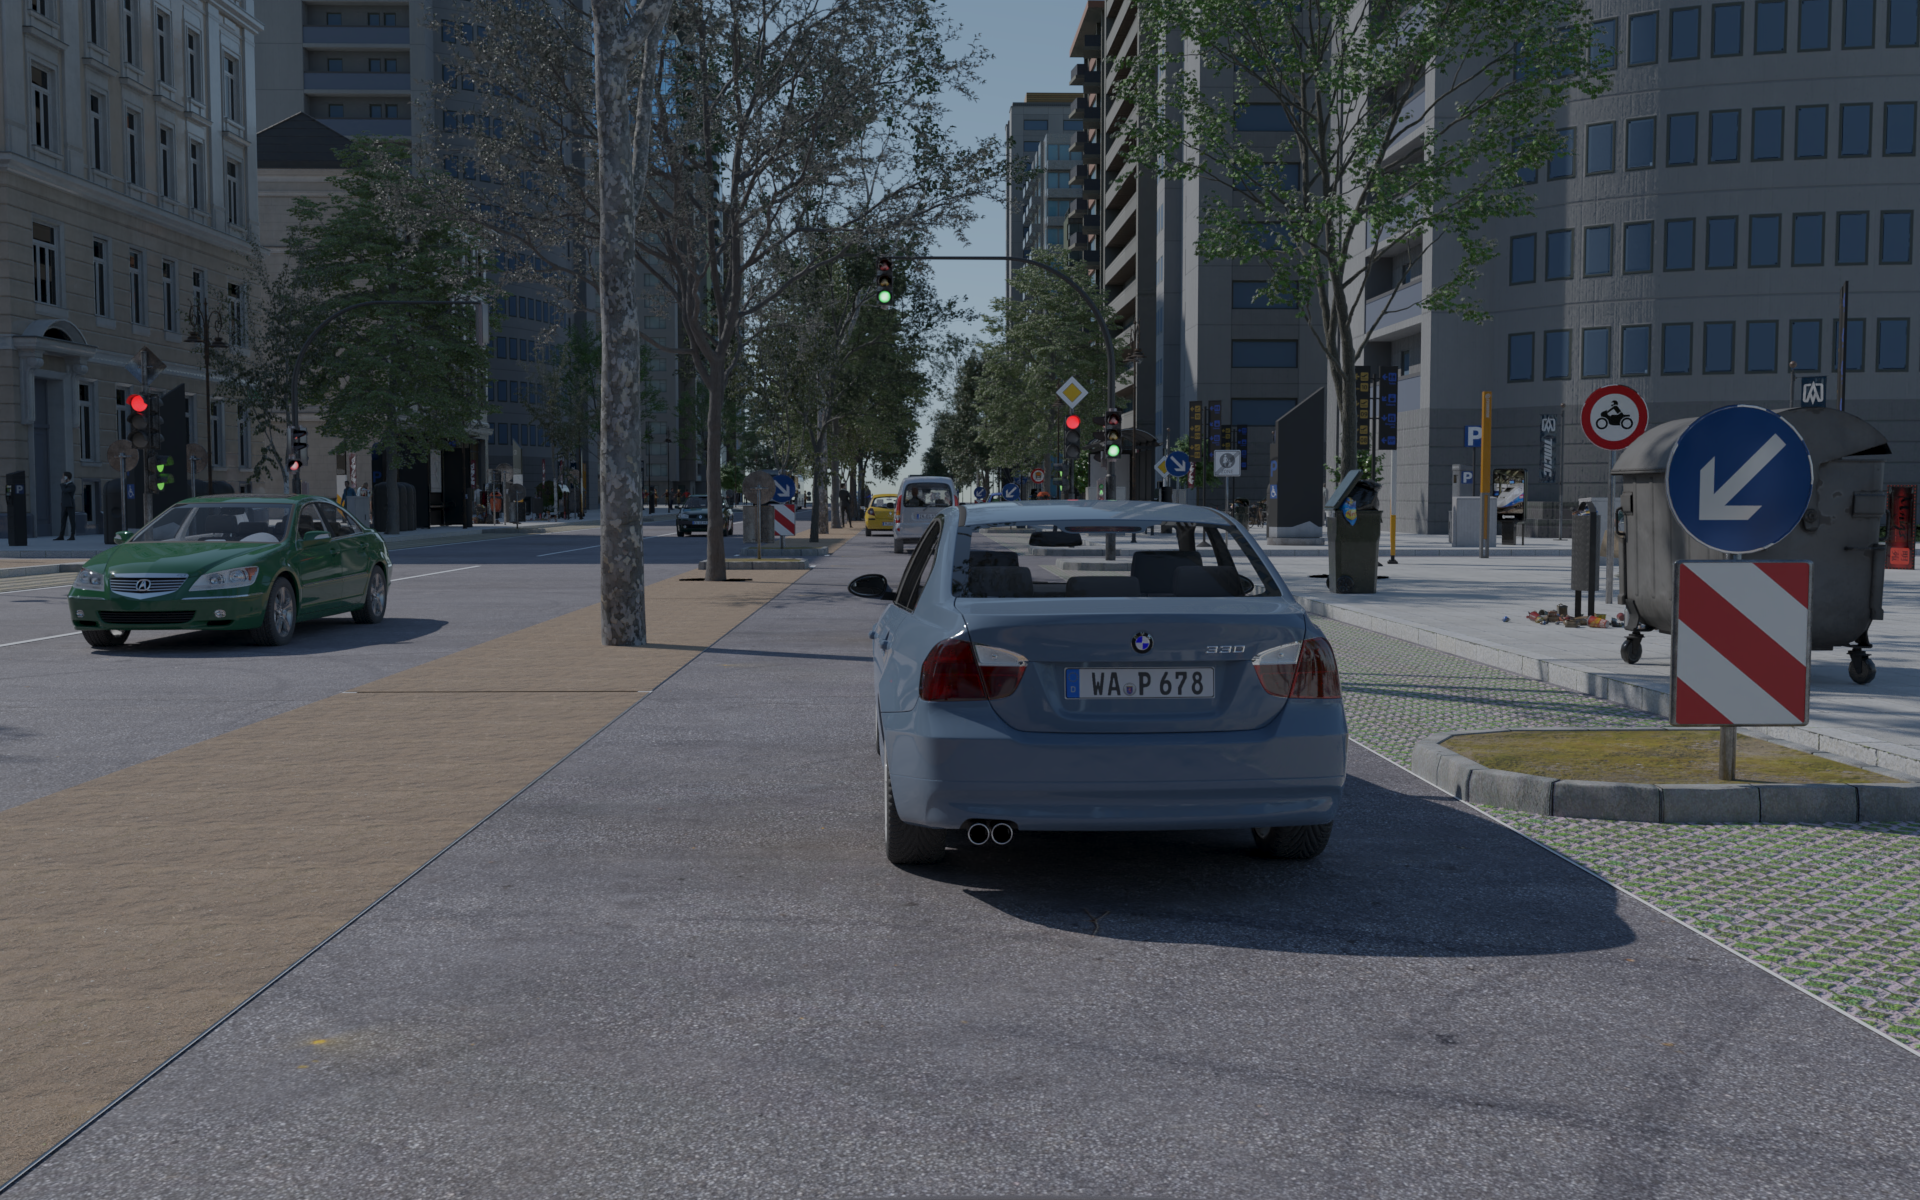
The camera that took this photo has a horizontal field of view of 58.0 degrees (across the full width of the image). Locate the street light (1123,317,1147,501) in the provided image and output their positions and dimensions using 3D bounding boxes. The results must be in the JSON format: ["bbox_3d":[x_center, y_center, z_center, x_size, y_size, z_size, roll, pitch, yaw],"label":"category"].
[{"bbox_3d":[4.582,-4.446,45.488,0.468,5.910,1.993,0,4,-2],"label":"street light"}]

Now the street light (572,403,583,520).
[{"bbox_3d":[-19.003,-6.958,86.558,0.468,5.910,1.993,0,4,-2],"label":"street light"}]

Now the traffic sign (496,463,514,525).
[{"bbox_3d":[-18.771,-4.360,71.392,0.768,2.556,0.104,0,4,0],"label":"traffic sign"}]

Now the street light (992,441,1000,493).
[{"bbox_3d":[2.360,-9.201,123.220,0.468,5.910,1.993,0,4,-2],"label":"street light"}]

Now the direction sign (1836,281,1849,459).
[{"bbox_3d":[9.577,-1.643,18.865,0.379,3.537,0.876,2,4,24],"label":"direction sign"}]

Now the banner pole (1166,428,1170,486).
[{"bbox_3d":[7.905,-4.647,66.000,0.401,3.779,0.863,0,4,-2],"label":"banner pole"}]

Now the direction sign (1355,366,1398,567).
[{"bbox_3d":[7.325,-2.366,30.674,0.876,3.537,0.379,-1,4,-13],"label":"direction sign"}]

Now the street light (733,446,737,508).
[{"bbox_3d":[-21.304,-11.717,164.368,0.468,5.910,1.993,0,4,-2],"label":"street light"}]

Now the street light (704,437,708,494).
[{"bbox_3d":[-20.599,-10.283,140.907,0.468,5.910,1.993,0,4,-2],"label":"street light"}]

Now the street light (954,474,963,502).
[{"bbox_3d":[-0.141,-14.274,206.162,0.468,5.910,1.993,0,4,-2],"label":"street light"}]

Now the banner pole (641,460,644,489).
[{"bbox_3d":[-20.791,-7.483,112.368,0.401,3.779,0.863,3,4,37],"label":"banner pole"}]

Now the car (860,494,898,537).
[{"bbox_3d":[-2.442,-3.040,59.928,2.015,1.641,3.980,0,4,-3],"label":"car"}]

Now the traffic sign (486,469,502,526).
[{"bbox_3d":[-18.937,-4.177,70.425,0.606,2.300,0.079,0,4,-1],"label":"traffic sign"}]

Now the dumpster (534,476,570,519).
[{"bbox_3d":[-21.323,-5.380,90.450,1.502,2.255,1.985,0,4,-2],"label":"dumpster"}]

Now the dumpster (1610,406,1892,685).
[{"bbox_3d":[5.599,-0.403,12.348,1.264,1.857,1.865,0,4,-1],"label":"dumpster"}]

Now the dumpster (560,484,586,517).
[{"bbox_3d":[-21.681,-5.566,96.757,1.264,1.857,1.865,0,4,-2],"label":"dumpster"}]

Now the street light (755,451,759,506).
[{"bbox_3d":[-22.039,-13.142,187.667,0.468,5.910,1.993,0,4,-2],"label":"street light"}]

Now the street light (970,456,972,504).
[{"bbox_3d":[1.069,-11.997,168.945,0.468,5.910,1.993,0,4,-2],"label":"street light"}]

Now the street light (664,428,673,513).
[{"bbox_3d":[-19.873,-8.888,118.102,0.468,5.910,1.993,0,4,-2],"label":"street light"}]

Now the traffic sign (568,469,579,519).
[{"bbox_3d":[-19.941,-5.478,89.678,0.768,2.556,0.104,0,4,4],"label":"traffic sign"}]

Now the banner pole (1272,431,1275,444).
[{"bbox_3d":[12.392,-4.807,68.607,0.401,3.779,0.863,1,4,13],"label":"banner pole"}]

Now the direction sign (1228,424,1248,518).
[{"bbox_3d":[8.932,-3.945,56.504,0.876,3.537,0.379,1,4,23],"label":"direction sign"}]

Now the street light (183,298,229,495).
[{"bbox_3d":[-17.760,-4.168,40.942,0.468,5.910,1.993,0,4,-2],"label":"street light"}]

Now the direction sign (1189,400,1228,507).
[{"bbox_3d":[5.933,-3.058,41.992,0.876,3.537,0.379,3,4,38],"label":"direction sign"}]

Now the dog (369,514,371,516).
[{"bbox_3d":[-23.023,-3.053,66.755,0.406,0.507,0.540,1,4,13],"label":"dog"}]

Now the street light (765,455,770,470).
[{"bbox_3d":[-22.302,-13.935,200.632,0.468,5.910,1.993,0,4,-2],"label":"street light"}]

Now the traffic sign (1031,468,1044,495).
[{"bbox_3d":[3.839,-5.190,84.961,0.768,2.556,0.104,0,4,-1],"label":"traffic sign"}]

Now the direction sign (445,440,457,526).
[{"bbox_3d":[-20.915,-4.803,70.528,0.876,3.537,0.379,0,4,-1],"label":"direction sign"}]

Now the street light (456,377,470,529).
[{"bbox_3d":[-18.274,-5.564,63.753,0.468,5.910,1.993,0,4,-2],"label":"street light"}]

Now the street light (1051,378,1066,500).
[{"bbox_3d":[3.932,-5.896,69.191,0.468,5.910,1.993,0,4,-2],"label":"street light"}]

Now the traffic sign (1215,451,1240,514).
[{"bbox_3d":[6.220,-2.338,40.359,0.606,2.300,0.079,0,4,8],"label":"traffic sign"}]

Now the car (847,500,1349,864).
[{"bbox_3d":[0.485,0.242,8.047,2.014,1.417,4.499,0,4,-4],"label":"car"}]

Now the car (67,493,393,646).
[{"bbox_3d":[-7.320,-0.368,17.810,2.131,1.459,4.920,0,4,-1],"label":"car"}]

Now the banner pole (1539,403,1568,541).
[{"bbox_3d":[16.361,-3.531,47.748,0.863,3.779,0.401,0,4,-1],"label":"banner pole"}]

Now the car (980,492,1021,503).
[{"bbox_3d":[1.756,-3.731,70.599,1.945,1.707,3.694,0,4,-2],"label":"car"}]

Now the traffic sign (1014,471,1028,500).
[{"bbox_3d":[3.297,-5.734,93.861,0.768,2.556,0.104,0,4,4],"label":"traffic sign"}]

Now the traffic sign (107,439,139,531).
[{"bbox_3d":[-19.456,-2.456,40.263,0.768,2.556,0.104,0,4,3],"label":"traffic sign"}]

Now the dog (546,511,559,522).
[{"bbox_3d":[-18.684,-3.827,79.394,0.406,0.507,0.540,1,4,9],"label":"dog"}]

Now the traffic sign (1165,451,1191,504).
[{"bbox_3d":[6.439,-3.126,51.211,0.768,2.556,0.104,0,4,2],"label":"traffic sign"}]

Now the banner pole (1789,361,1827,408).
[{"bbox_3d":[15.828,-2.600,32.526,0.401,3.779,0.863,-3,5,-39],"label":"banner pole"}]

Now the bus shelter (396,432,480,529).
[{"bbox_3d":[-20.009,-4.594,66.388,1.731,3.624,6.357,0,4,-2],"label":"bus shelter"}]

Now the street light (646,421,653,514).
[{"bbox_3d":[-19.670,-8.371,109.657,0.468,5.910,1.993,0,4,-2],"label":"street light"}]

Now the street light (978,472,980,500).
[{"bbox_3d":[1.618,-10.596,146.025,0.468,5.910,1.993,0,4,-2],"label":"street light"}]

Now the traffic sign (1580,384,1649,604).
[{"bbox_3d":[7.590,-1.227,20.175,0.768,2.556,0.104,0,4,5],"label":"traffic sign"}]

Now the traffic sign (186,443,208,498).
[{"bbox_3d":[-19.122,-2.636,43.210,0.768,2.556,0.104,0,4,5],"label":"traffic sign"}]

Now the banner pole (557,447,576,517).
[{"bbox_3d":[-21.033,-6.235,91.953,0.401,3.779,0.863,3,5,44],"label":"banner pole"}]

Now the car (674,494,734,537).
[{"bbox_3d":[-8.755,-3.044,59.558,2.009,1.686,4.222,0,4,-4],"label":"car"}]

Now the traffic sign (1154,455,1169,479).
[{"bbox_3d":[6.977,-3.625,59.009,0.795,2.593,0.064,0,4,8],"label":"traffic sign"}]
